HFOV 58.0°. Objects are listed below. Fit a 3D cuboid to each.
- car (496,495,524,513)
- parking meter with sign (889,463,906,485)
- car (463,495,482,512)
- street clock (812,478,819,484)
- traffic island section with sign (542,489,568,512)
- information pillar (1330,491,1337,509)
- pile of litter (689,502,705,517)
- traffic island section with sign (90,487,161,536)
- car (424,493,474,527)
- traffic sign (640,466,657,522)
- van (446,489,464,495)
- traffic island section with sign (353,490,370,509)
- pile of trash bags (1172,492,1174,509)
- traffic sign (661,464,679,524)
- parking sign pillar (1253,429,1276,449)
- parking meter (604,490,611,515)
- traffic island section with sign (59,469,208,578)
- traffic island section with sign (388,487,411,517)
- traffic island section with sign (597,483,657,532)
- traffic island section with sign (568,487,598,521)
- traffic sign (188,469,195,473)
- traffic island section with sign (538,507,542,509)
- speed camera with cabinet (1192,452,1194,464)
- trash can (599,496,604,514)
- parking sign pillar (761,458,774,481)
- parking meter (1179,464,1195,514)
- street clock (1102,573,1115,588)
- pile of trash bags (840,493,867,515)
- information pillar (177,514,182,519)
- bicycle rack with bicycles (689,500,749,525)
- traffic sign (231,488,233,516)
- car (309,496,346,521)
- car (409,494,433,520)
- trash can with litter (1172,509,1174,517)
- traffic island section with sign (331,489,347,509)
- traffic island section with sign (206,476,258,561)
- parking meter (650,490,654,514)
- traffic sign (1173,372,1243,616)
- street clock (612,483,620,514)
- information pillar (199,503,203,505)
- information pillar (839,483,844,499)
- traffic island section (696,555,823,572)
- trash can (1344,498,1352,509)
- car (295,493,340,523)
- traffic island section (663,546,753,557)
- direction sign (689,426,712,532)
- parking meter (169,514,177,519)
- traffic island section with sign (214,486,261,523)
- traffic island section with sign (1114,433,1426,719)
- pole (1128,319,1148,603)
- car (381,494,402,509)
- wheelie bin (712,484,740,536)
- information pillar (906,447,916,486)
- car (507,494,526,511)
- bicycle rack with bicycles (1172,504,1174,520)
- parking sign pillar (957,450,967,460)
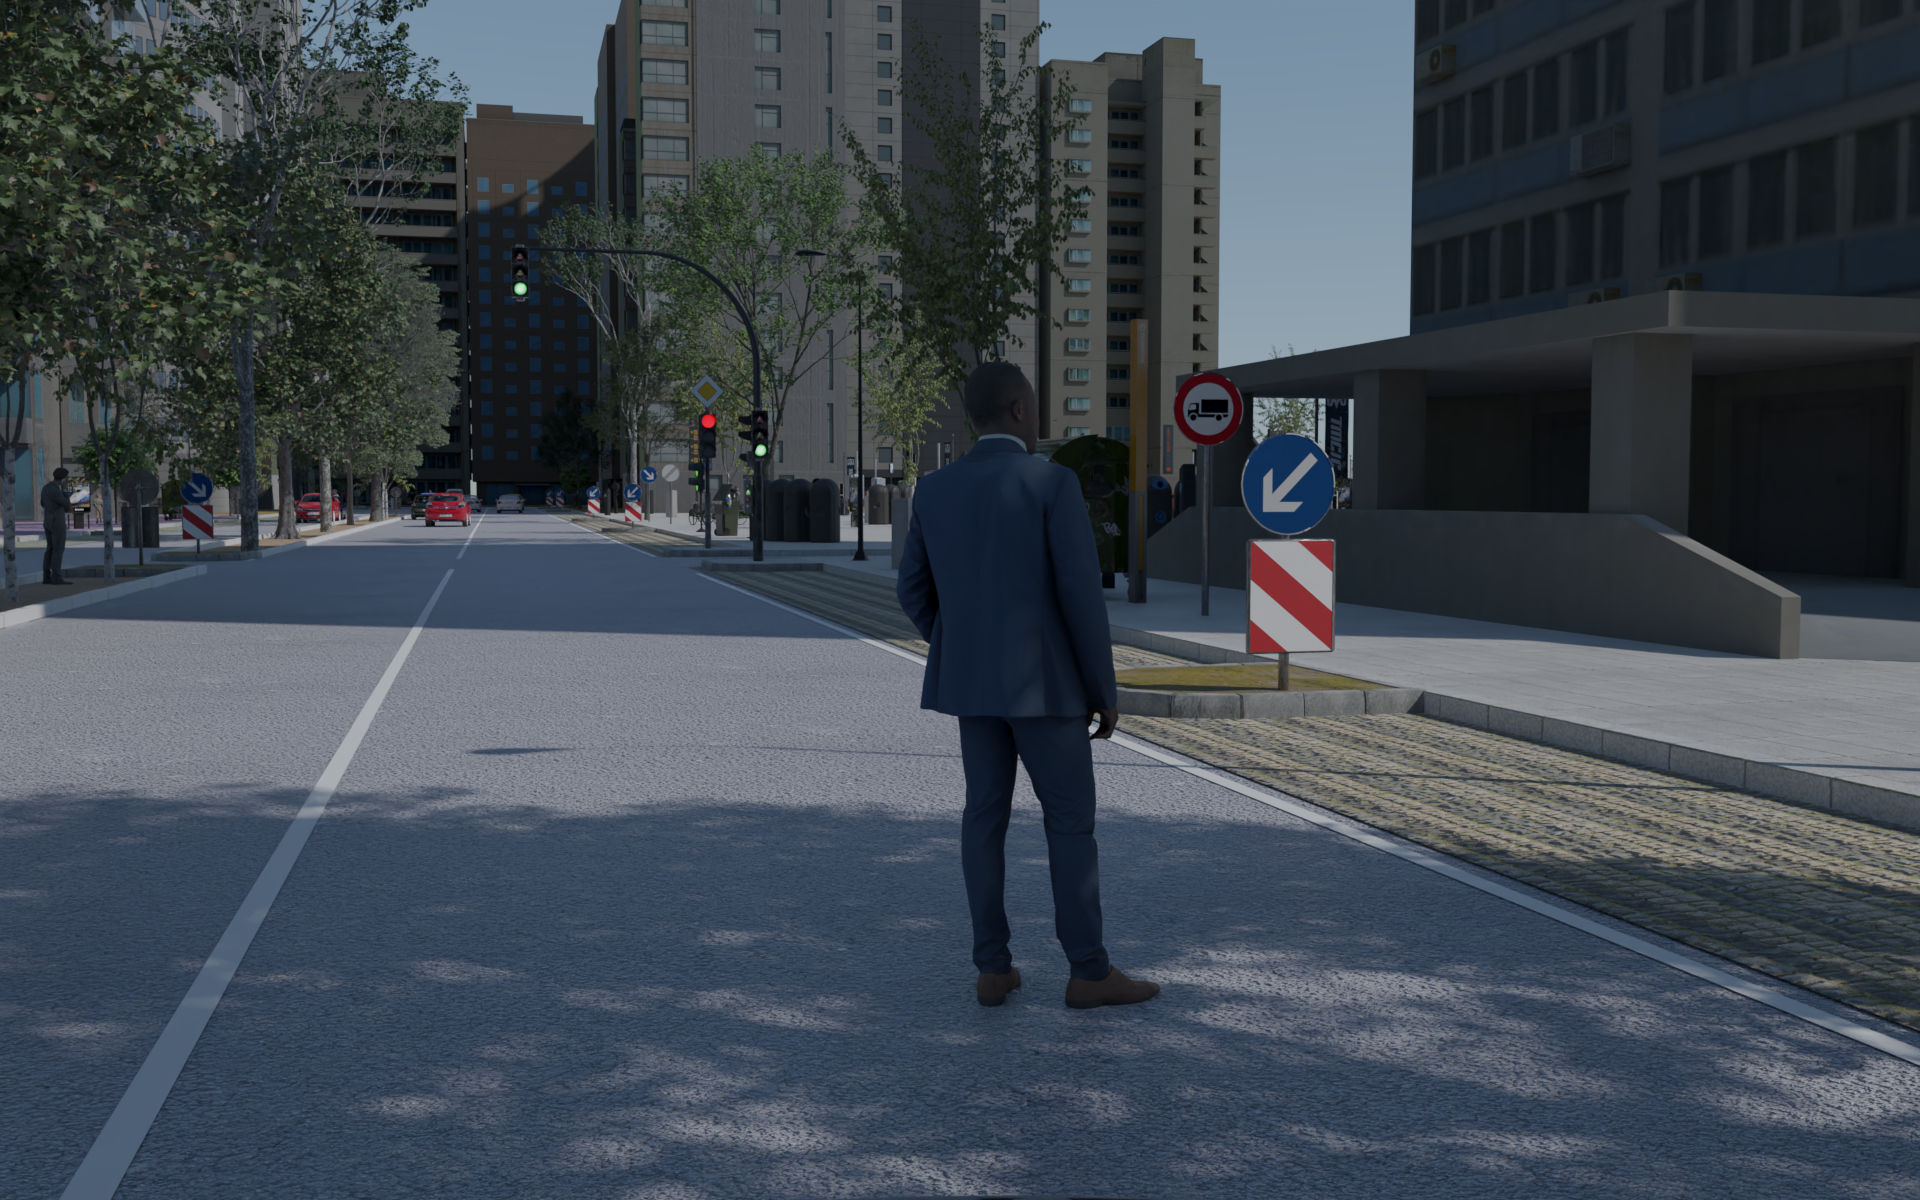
[{"bbox_3d":[-33.829,-7.203,130.128,2.083,1.381,4.827,-1,4,-14],"label":"car"},{"bbox_3d":[-3.112,-6.225,98.045,1.738,3.016,0.543,1,4,15],"label":"parking meter with sign"},{"bbox_3d":[-38.597,-7.565,136.042,2.083,1.381,4.827,-1,4,-14],"label":"car"},{"bbox_3d":[-6.478,-4.528,78.607,0.471,2.002,0.358,-1,4,-14],"label":"street clock"},{"bbox_3d":[-32.429,-8.020,139.761,1.989,1.847,2.006,-1,4,-15],"label":"traffic island section with sign"},{"bbox_3d":[19.698,-5.305,91.221,0.304,2.012,0.304,0,4,0],"label":"information pillar"},{"bbox_3d":[-14.869,-5.219,99.289,1.176,0.858,1.719,3,4,39],"label":"pile of litter"},{"bbox_3d":[-29.143,-3.176,60.562,1.989,1.847,2.006,-1,4,-15],"label":"traffic island section with sign"},{"bbox_3d":[-22.737,-4.154,76.958,2.155,1.783,4.494,-1,4,-13],"label":"car"},{"bbox_3d":[-14.354,-4.881,79.913,0.768,2.556,0.104,-1,4,-13],"label":"traffic sign"},{"bbox_3d":[-41.598,-8.302,142.745,2.013,2.044,4.112,-1,4,-15],"label":"van"},{"bbox_3d":[-56.280,-9.373,161.873,1.989,1.847,2.006,-1,4,-15],"label":"traffic island section with sign"},{"bbox_3d":[12.752,-5.163,94.171,1.912,1.369,3.447,-3,5,-45],"label":"pile of trash bags"},{"bbox_3d":[-12.285,-4.490,73.515,0.768,2.556,0.104,0,4,-7],"label":"traffic sign"},{"bbox_3d":[11.173,-4.811,67.140,1.447,3.967,1.447,-1,4,-19],"label":"parking sign pillar"},{"bbox_3d":[-21.311,-5.888,104.679,0.372,1.533,0.369,0,3,0],"label":"parking meter"},{"bbox_3d":[-14.574,-1.369,30.524,2.006,1.907,1.989,-1,4,-15],"label":"traffic island section with sign"},{"bbox_3d":[-35.943,-6.246,110.266,2.006,1.907,1.989,-1,4,-15],"label":"traffic island section with sign"},{"bbox_3d":[-12.560,-3.486,65.628,1.989,1.847,2.006,-1,4,-15],"label":"traffic island section with sign"},{"bbox_3d":[-19.539,-5.079,91.668,1.989,1.847,2.006,-1,4,-15],"label":"traffic island section with sign"},{"bbox_3d":[-39.530,-5.419,88.711,0.768,2.556,0.104,-1,4,-13],"label":"traffic sign"},{"bbox_3d":[-39.548,-9.644,166.301,1.989,1.847,2.006,-1,4,-15],"label":"traffic island section with sign"},{"bbox_3d":[11.308,-5.304,81.060,0.660,3.252,2.038,-1,4,-14],"label":"speed camera with cabinet"},{"bbox_3d":[-23.421,-6.252,113.870,0.748,1.137,0.748,0,3,0],"label":"trash can"},{"bbox_3d":[-12.970,-7.818,116.295,1.447,3.967,1.447,1,4,22],"label":"parking sign pillar"},{"bbox_3d":[4.402,-1.705,33.594,0.255,1.863,0.399,0,4,-4],"label":"parking meter"},{"bbox_3d":[2.024,-1.162,23.572,0.471,2.002,0.358,0,4,5],"label":"street clock"},{"bbox_3d":[-7.020,-5.825,104.995,3.447,1.369,1.912,0,4,6],"label":"pile of trash bags"},{"bbox_3d":[-40.777,-5.258,90.454,0.304,2.012,0.304,-3,4,-37],"label":"information pillar"},{"bbox_3d":[-10.019,-3.574,71.814,2.925,0.926,2.852,-3,5,-44],"label":"bicycle rack with bicycles"},{"bbox_3d":[-43.285,-6.298,102.973,0.884,2.594,0.081,-1,4,-13],"label":"traffic sign"},{"bbox_3d":[-33.720,-4.876,92.303,1.945,1.354,3.894,-1,4,-16],"label":"car"},{"bbox_3d":[-29.913,-5.351,97.275,2.009,1.686,4.222,-1,4,-17],"label":"car"},{"bbox_3d":[11.742,-5.395,99.268,2.233,1.210,1.678,-1,4,-12],"label":"trash can with litter"},{"bbox_3d":[-49.204,-7.758,135.472,1.989,1.847,2.006,-1,4,-15],"label":"traffic island section with sign"},{"bbox_3d":[-16.482,-1.807,37.682,2.006,1.907,1.989,-1,4,-15],"label":"traffic island section with sign"},{"bbox_3d":[-19.932,-6.311,111.589,0.372,1.533,0.369,0,3,0],"label":"parking meter"},{"bbox_3d":[2.588,-1.107,18.212,0.768,2.556,0.104,-1,4,-10],"label":"traffic sign"},{"bbox_3d":[-22.491,-6.643,113.182,0.471,2.002,0.358,2,4,27],"label":"street clock"},{"bbox_3d":[-39.178,-5.180,89.177,0.304,2.012,0.304,-1,4,-10],"label":"information pillar"},{"bbox_3d":[-7.703,-6.608,112.532,0.304,2.012,0.304,0,4,-6],"label":"information pillar"},{"bbox_3d":[-3.847,-0.664,33.139,2.009,0.180,2.903,-1,4,-15],"label":"traffic island section"},{"bbox_3d":[15.354,-3.429,67.713,0.748,1.137,0.748,0,3,0],"label":"trash can"},{"bbox_3d":[-32.007,-4.729,86.360,2.155,1.783,4.494,-1,4,-14],"label":"car"},{"bbox_3d":[-5.915,-1.136,40.852,2.009,0.180,2.903,-1,4,-15],"label":"traffic island section"},{"bbox_3d":[-8.713,-4.053,58.266,0.876,3.537,0.379,-3,5,-43],"label":"direction sign"},{"bbox_3d":[-40.193,-4.890,88.366,0.372,1.533,0.369,0,3,0],"label":"parking meter"},{"bbox_3d":[-36.117,-4.769,86.603,1.989,1.847,2.006,-1,4,-15],"label":"traffic island section with sign"},{"bbox_3d":[1.830,-0.203,11.940,1.989,1.847,2.006,-1,4,-15],"label":"traffic island section with sign"},{"bbox_3d":[2.093,-1.620,20.330,0.158,3.312,0.155,0,3,0],"label":"pole"},{"bbox_3d":[-55.586,-9.621,169.306,2.014,1.417,4.499,-1,4,-16],"label":"car"},{"bbox_3d":[-7.144,-2.760,53.036,0.693,1.594,0.980,-3,4,-36],"label":"wheelie bin"},{"bbox_3d":[-2.437,-5.776,85.800,0.504,3.616,0.183,1,4,16],"label":"information pillar"},{"bbox_3d":[-38.923,-8.617,151.112,2.015,1.641,3.980,-1,4,-13],"label":"car"},{"bbox_3d":[11.288,-4.616,88.846,2.852,0.926,2.925,-3,5,-43],"label":"bicycle rack with bicycles"},{"bbox_3d":[0.106,-7.235,106.758,1.447,3.967,1.447,-2,4,-32],"label":"parking sign pillar"}]
